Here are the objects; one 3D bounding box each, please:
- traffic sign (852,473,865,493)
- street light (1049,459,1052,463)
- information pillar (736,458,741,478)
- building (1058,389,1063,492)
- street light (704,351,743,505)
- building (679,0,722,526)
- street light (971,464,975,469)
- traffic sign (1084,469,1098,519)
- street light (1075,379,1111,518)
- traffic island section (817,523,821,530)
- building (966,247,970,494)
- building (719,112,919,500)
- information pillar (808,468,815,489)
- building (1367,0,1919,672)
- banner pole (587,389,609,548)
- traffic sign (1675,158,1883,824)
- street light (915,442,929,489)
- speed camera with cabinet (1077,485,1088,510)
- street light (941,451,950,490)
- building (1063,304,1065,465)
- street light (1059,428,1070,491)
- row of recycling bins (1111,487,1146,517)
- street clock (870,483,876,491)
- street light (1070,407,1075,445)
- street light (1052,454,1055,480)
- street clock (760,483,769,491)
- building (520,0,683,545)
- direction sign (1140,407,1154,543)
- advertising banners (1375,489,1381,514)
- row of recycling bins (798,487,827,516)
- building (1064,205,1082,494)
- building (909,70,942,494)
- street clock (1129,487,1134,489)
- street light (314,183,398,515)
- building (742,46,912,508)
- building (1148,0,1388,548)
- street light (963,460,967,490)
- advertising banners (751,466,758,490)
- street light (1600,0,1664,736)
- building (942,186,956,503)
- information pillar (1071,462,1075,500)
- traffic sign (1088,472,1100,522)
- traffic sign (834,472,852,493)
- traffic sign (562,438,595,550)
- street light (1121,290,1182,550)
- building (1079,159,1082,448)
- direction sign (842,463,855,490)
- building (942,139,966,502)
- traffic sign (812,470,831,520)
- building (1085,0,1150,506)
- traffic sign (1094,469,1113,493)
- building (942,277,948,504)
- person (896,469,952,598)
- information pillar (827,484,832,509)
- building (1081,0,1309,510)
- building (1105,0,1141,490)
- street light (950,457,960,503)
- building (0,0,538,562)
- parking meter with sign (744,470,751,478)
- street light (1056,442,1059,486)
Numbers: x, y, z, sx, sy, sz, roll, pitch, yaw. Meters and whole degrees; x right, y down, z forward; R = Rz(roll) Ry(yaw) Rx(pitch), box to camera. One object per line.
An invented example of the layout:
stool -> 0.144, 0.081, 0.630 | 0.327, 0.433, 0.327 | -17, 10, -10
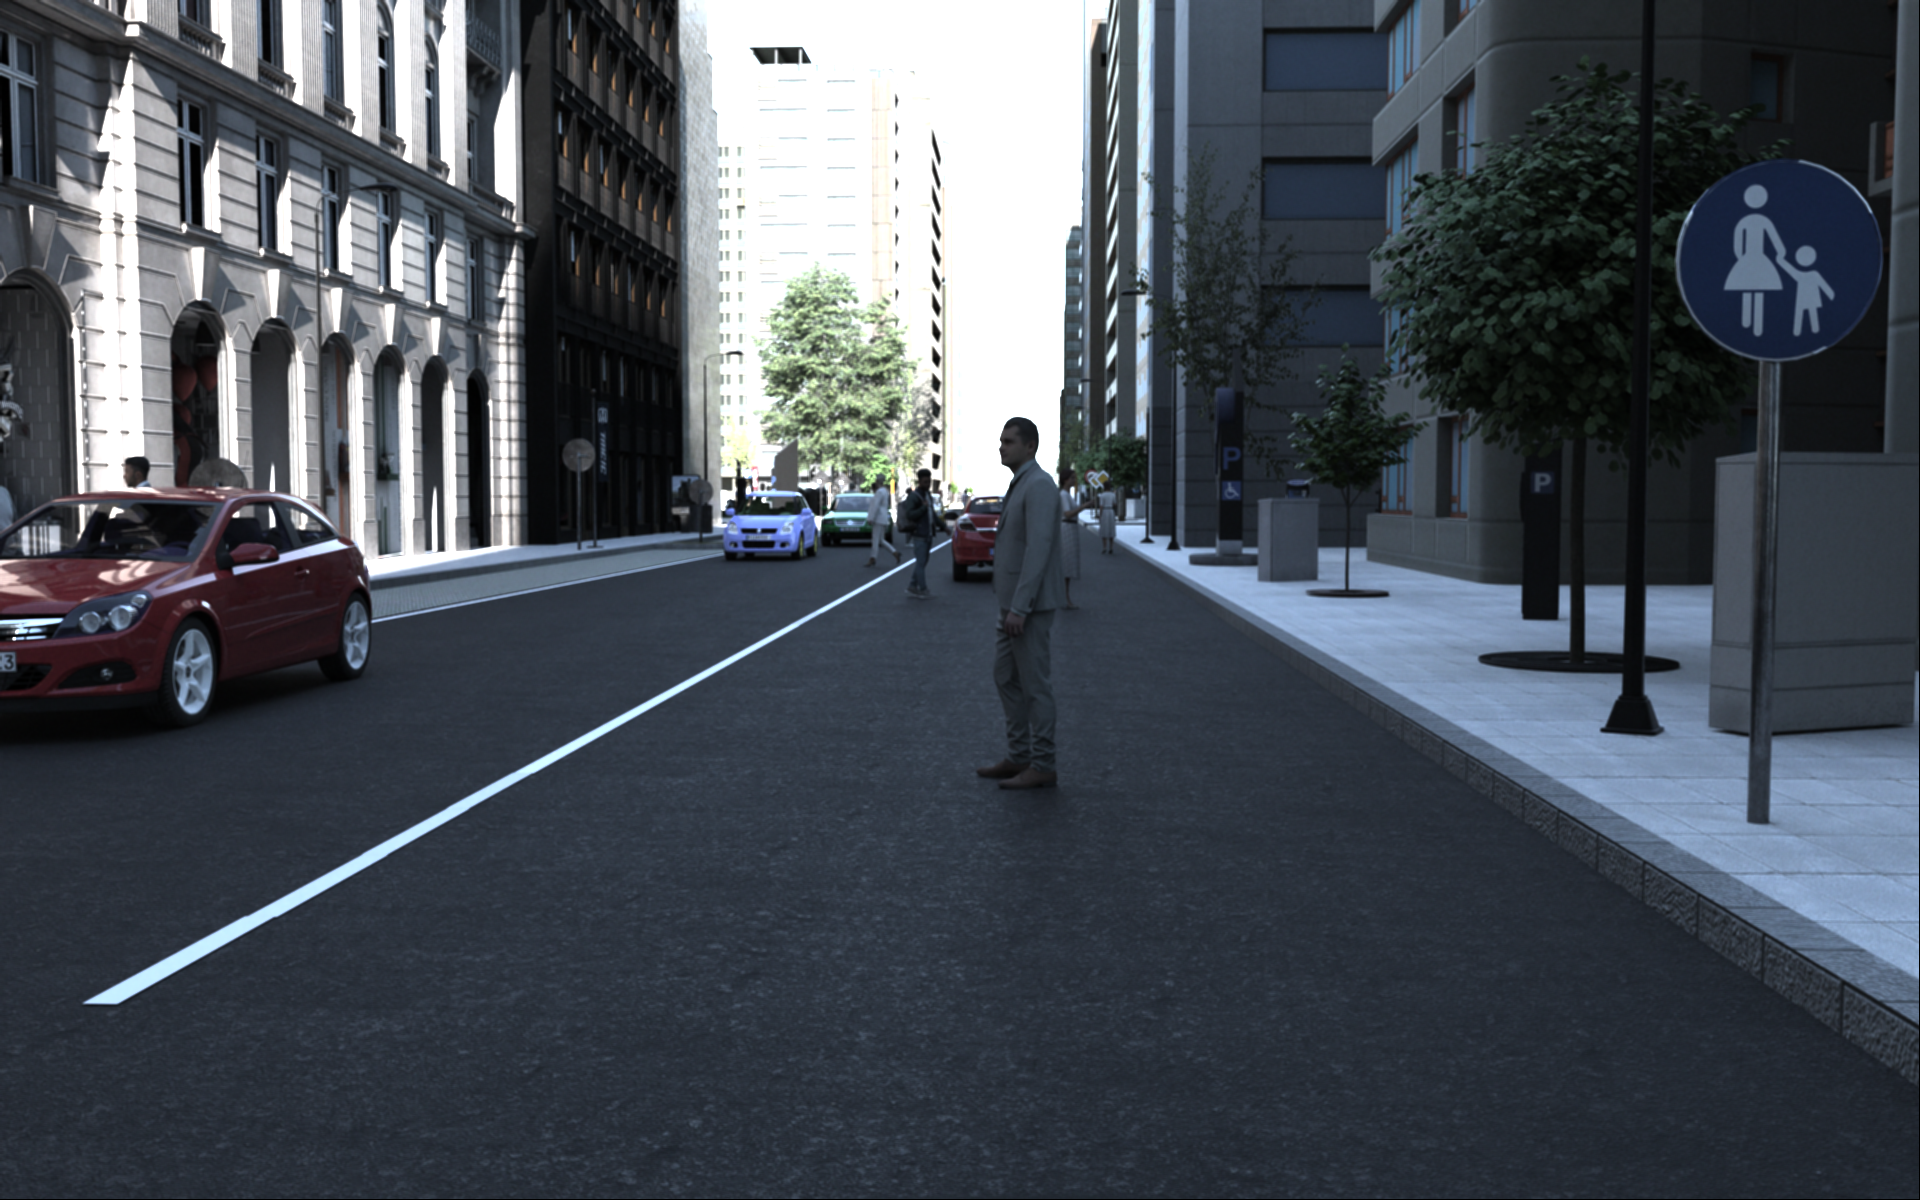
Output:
traffic sign -> -5.997, -6.245, 102.207 | 0.768, 2.556, 0.104 | 0, 4, 5
street light -> 11.195, -13.810, 198.340 | 1.470, 5.913, 1.316 | 0, 4, 2
information pillar -> -14.544, -7.493, 113.860 | 0.183, 3.616, 0.504 | 1, 4, 21
building -> 30.956, -27.691, 297.788 | 27.650, 21.520, 28.899 | 0, 4, 2
street light -> -7.745, -5.128, 56.382 | 1.470, 5.913, 1.316 | 0, 4, 2
building -> -18.277, -12.845, 64.760 | 16.860, 20.320, 10.420 | 0, 4, 2
street light -> 1.550, -18.149, 269.273 | 1.470, 5.913, 1.316 | 0, 4, 2
traffic sign -> 6.698, -5.376, 88.003 | 0.768, 2.556, 0.104 | 0, 4, 4
street light -> 5.509, -5.954, 69.884 | 1.470, 5.913, 1.316 | 0, 4, 2
traffic island section -> -5.699, -2.972, 70.865 | 2.009, 0.180, 2.903 | 0, 4, 2
building -> -5.455, -39.948, 303.266 | 14.600, 45.320, 14.200 | 0, 4, 2
building -> -19.772, -29.884, 180.477 | 32.217, 40.220, 23.993 | 0, 4, 2
information pillar -> -12.494, -9.508, 146.815 | 0.504, 3.616, 0.183 | -2, 4, -25
building -> 21.022, -10.562, 17.724 | 27.650, 21.520, 28.899 | 0, 4, 2
banner pole -> -8.649, -3.154, 41.577 | 0.401, 3.779, 0.863 | 1, 4, 23
traffic sign -> 3.119, -0.403, 6.689 | 0.768, 2.556, 0.104 | 0, 4, 3
street light -> -3.466, -11.200, 155.666 | 1.470, 5.913, 1.316 | 0, 4, 2
speed camera with cabinet -> 9.537, -8.656, 135.859 | 0.660, 3.252, 2.038 | 1, 4, 20
street light -> -2.147, -13.055, 185.995 | 1.470, 5.913, 1.316 | 0, 4, 2
building -> 22.585, -30.008, 262.323 | 14.160, 30.474, 14.107 | 0, 4, 2
street light -> 7.941, -9.158, 122.277 | 1.470, 5.913, 1.316 | 0, 4, 2
row of recycling bins -> 11.277, -6.121, 107.190 | 3.534, 1.692, 1.069 | 0, 4, 3
street clock -> -5.614, -6.650, 113.296 | 0.471, 2.002, 0.358 | 3, 5, 45
street light -> 6.727, -7.303, 91.943 | 1.470, 5.913, 1.316 | 0, 4, 2
street light -> 9.921, -11.907, 167.224 | 1.470, 5.913, 1.316 | 0, 4, 2
street clock -> -13.070, -6.734, 114.663 | 0.358, 2.002, 0.471 | 0, 4, 7
building -> -15.975, -13.546, 51.158 | 12.332, 23.373, 15.834 | 0, 4, 2
direction sign -> 4.922, -3.269, 45.448 | 0.379, 3.537, 0.876 | 0, 4, 7
advertising banners -> 28.092, -7.276, 115.143 | 0.090, 3.025, 2.074 | 2, 4, 31
row of recycling bins -> -9.158, -5.780, 101.615 | 1.069, 1.692, 3.534 | 3, 5, 42
building -> 21.923, -34.446, 246.788 | 14.154, 41.232, 14.086 | 0, 4, 2
building -> -13.327, -35.414, 202.718 | 21.300, 48.544, 21.600 | 0, 4, 2
street clock -> 12.508, -7.469, 126.688 | 0.471, 2.002, 0.358 | 0, 4, -2
street light -> -9.095, -3.273, 26.055 | 1.470, 5.913, 1.316 | 0, 4, 2
building -> -11.984, -29.193, 160.908 | 14.154, 41.232, 14.086 | 0, 4, 2
building -> 16.477, -31.273, 53.315 | 21.231, 58.520, 28.212 | 0, 4, 2
street light -> 0.142, -16.256, 238.330 | 1.470, 5.913, 1.316 | 0, 4, 2
advertising banners -> -12.320, -6.892, 108.867 | 0.090, 3.025, 2.074 | 3, 5, 43
street light -> 3.095, -2.243, 9.216 | 1.470, 5.913, 1.316 | 0, 4, 2
building -> -8.580, -36.399, 245.240 | 14.600, 45.320, 14.200 | 0, 4, 2
information pillar -> 8.159, -8.189, 125.251 | 0.183, 3.616, 0.504 | -2, 4, -24
traffic sign -> 6.156, -4.564, 78.260 | 0.795, 2.450, 0.064 | 0, 4, 2
traffic sign -> -5.326, -4.596, 78.780 | 0.795, 2.450, 0.064 | 0, 4, 2
traffic sign -> -8.735, -2.420, 39.668 | 0.768, 2.556, 0.104 | 0, 4, 3
street light -> 4.359, -4.098, 39.547 | 1.470, 5.913, 1.316 | 0, 4, 2
building -> 25.978, -36.211, 211.655 | 23.786, 49.044, 30.456 | 0, 4, 2
direction sign -> -6.542, -6.772, 102.712 | 0.876, 3.537, 0.379 | -1, 4, -12
building -> -10.106, -45.253, 281.879 | 21.231, 58.520, 28.212 | 0, 4, 2
traffic sign -> -5.675, -4.108, 70.803 | 0.795, 2.450, 0.064 | 0, 4, 2
building -> 18.776, -31.245, 160.967 | 14.600, 45.320, 14.200 | 0, 4, 2
traffic sign -> 5.807, -4.076, 70.282 | 0.795, 2.450, 0.064 | 0, 4, 2
building -> -8.973, -27.550, 222.143 | 14.160, 30.474, 14.107 | 0, 4, 2
person -> -0.521, -0.921, 23.910 | 0.721, 1.781, 0.623 | 1, 4, 15
information pillar -> -9.042, -7.111, 120.760 | 0.304, 2.012, 0.304 | -2, 4, -34
building -> 23.316, -39.155, 182.175 | 21.231, 58.520, 28.212 | 0, 4, 2
building -> 22.850, -31.514, 138.962 | 21.300, 48.544, 21.600 | 0, 4, 2
street light -> -0.760, -14.914, 216.391 | 1.470, 5.913, 1.316 | 0, 4, 2
building -> -17.142, -11.592, 31.327 | 13.314, 21.916, 24.055 | 0, 4, 2
parking meter with sign -> -16.117, -8.083, 128.410 | 0.543, 3.016, 1.738 | -2, 4, -35
street light -> 9.357, -11.049, 153.188 | 1.470, 5.913, 1.316 | 0, 4, 2
